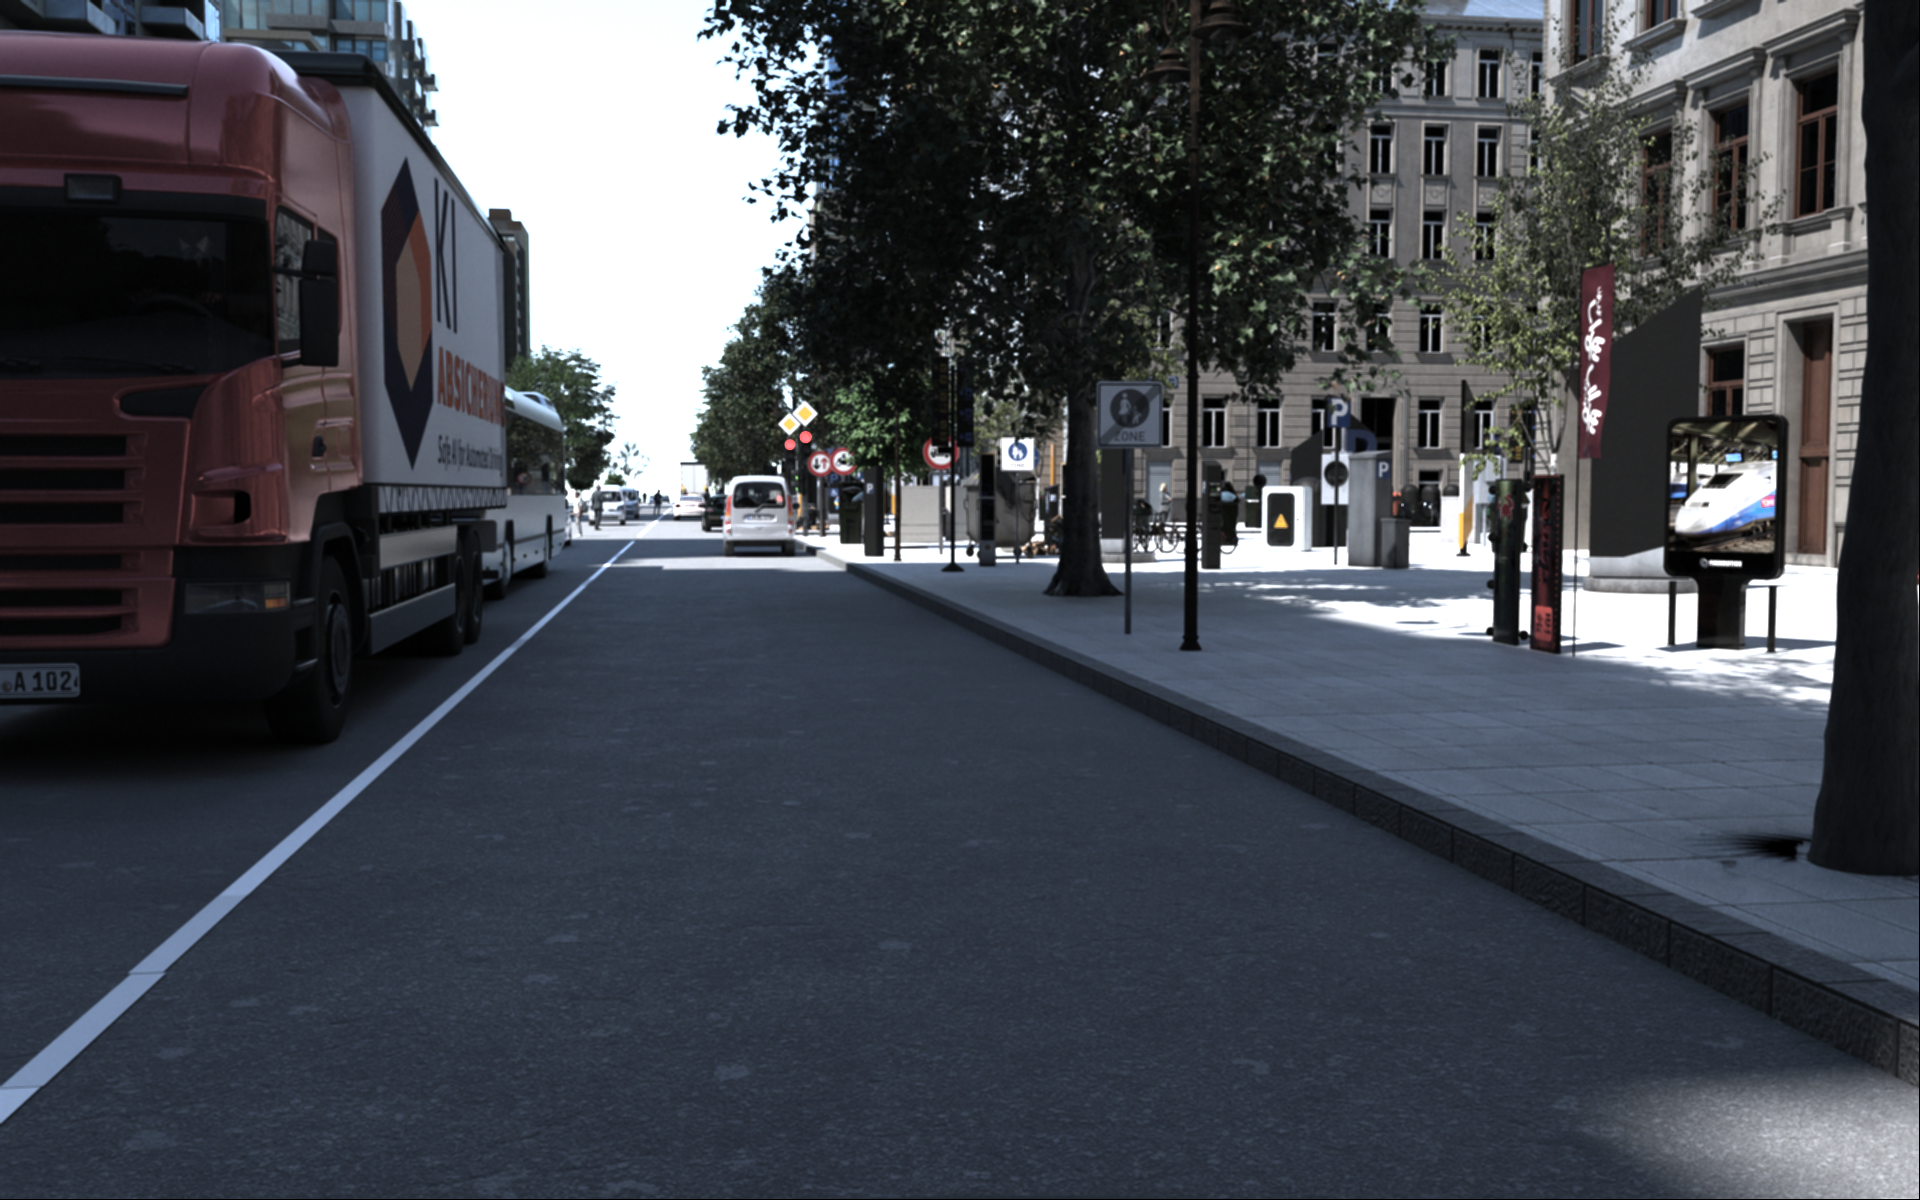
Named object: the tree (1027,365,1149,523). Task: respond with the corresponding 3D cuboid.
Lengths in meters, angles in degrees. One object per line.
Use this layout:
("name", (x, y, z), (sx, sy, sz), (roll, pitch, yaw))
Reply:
("tree", (5.123, -6.952, 64.022), (4.360, 8.622, 3.978), (0, 3, 0))

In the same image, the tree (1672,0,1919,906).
("tree", (3.204, -5.815, 5.444), (12.009, 13.543, 11.850), (0, 3, 0))

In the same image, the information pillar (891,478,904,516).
("information pillar", (-2.316, -4.499, 64.908), (0.504, 3.616, 0.183), (-1, 4, -11))

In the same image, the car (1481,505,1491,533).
("car", (19.247, -2.925, 59.616), (4.920, 1.459, 2.131), (0, 4, -7))

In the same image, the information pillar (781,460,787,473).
("information pillar", (-11.401, -7.406, 112.448), (0.504, 3.616, 0.183), (1, 4, 12))

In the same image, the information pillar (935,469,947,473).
("information pillar", (-0.711, -4.244, 60.737), (0.504, 3.616, 0.183), (-2, 4, -28))

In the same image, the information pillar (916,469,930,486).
("information pillar", (-1.085, -2.839, 50.906), (0.304, 2.012, 0.304), (-2, 4, -32))

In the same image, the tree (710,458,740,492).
("tree", (-36.132, -18.748, 256.894), (4.737, 8.622, 4.395), (0, 3, 0))

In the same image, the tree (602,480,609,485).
("tree", (-47.043, -14.363, 229.429), (1.663, 3.219, 1.824), (0, 3, 0))

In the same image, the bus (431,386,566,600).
("bus", (-7.797, -1.912, 26.115), (2.948, 3.499, 13.247), (-1, 4, -8))

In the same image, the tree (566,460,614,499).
("tree", (-36.608, -11.215, 167.075), (4.285, 4.588, 4.351), (0, 3, 0))

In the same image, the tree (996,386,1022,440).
("tree", (3.398, -7.773, 77.451), (4.360, 8.622, 3.978), (0, 3, 0))

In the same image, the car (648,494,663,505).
("car", (-40.966, -13.507, 232.848), (2.014, 1.417, 4.499), (-1, 4, -9))

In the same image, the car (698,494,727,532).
("car", (-9.056, -3.489, 66.830), (2.009, 1.686, 4.222), (-1, 4, -10))

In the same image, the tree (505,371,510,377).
("tree", (-24.931, -8.439, 88.340), (4.737, 8.622, 4.395), (0, 3, 0))

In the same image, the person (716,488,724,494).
("person", (-14.862, -6.002, 106.890), (0.793, 1.790, 0.793), (3, 4, 36))

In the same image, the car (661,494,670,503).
("car", (-47.268, -16.201, 276.892), (2.014, 1.417, 4.499), (-1, 4, -11))

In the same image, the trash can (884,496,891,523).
("trash can", (-3.513, -3.794, 73.679), (0.748, 1.137, 0.748), (0, 3, 0))

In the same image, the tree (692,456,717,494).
("tree", (-39.484, -21.730, 281.047), (9.928, 11.665, 9.643), (0, 3, 0))

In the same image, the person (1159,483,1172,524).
("person", (6.767, -2.941, 56.774), (0.537, 1.800, 0.526), (-3, 5, -44))

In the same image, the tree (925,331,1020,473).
("tree", (0.863, -7.439, 71.997), (4.737, 8.622, 4.395), (0, 3, 0))

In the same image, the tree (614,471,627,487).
("tree", (-48.675, -15.927, 244.125), (4.285, 4.588, 4.351), (0, 3, 0))

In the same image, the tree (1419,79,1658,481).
("tree", (10.629, -4.952, 31.329), (4.737, 8.622, 4.395), (0, 3, 0))

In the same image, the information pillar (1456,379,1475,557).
("information pillar", (10.406, -2.705, 35.576), (0.183, 3.616, 0.504), (3, 5, 41))

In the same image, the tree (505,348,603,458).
("tree", (-29.734, -12.151, 124.430), (9.928, 11.665, 9.643), (0, 3, 0))

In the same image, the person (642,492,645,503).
("person", (-52.612, -17.115, 288.321), (1.348, 1.826, 0.705), (3, 5, 43))

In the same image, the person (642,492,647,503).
("person", (-51.148, -16.718, 281.857), (1.348, 1.822, 0.705), (-3, 4, -38))

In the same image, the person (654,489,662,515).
("person", (-20.730, -6.726, 118.812), (0.623, 1.781, 0.721), (0, 4, 4))

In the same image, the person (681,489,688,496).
("person", (-22.447, -8.151, 141.733), (1.348, 1.831, 0.705), (-3, 5, -41))

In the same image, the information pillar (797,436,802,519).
("information pillar", (-6.406, -4.755, 69.103), (0.183, 3.616, 0.504), (-1, 4, -13))

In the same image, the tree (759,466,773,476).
("tree", (-12.234, -7.100, 110.681), (1.663, 3.219, 1.824), (0, 3, 0))

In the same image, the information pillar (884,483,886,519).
("information pillar", (-2.422, -3.612, 50.411), (0.504, 3.616, 0.183), (2, 4, 30))

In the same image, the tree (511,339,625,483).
("tree", (-32.950, -14.494, 143.626), (9.857, 13.997, 8.962), (0, 3, 0))

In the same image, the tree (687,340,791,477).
("tree", (-16.202, -12.800, 127.408), (7.486, 12.596, 7.792), (0, 3, 0))

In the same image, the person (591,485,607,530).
("person", (-14.335, -3.683, 68.895), (0.661, 1.801, 0.590), (2, 4, 35))

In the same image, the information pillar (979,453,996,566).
("information pillar", (0.489, -1.615, 30.900), (0.304, 2.012, 0.304), (0, 4, 0))

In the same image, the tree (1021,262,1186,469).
("tree", (4.417, -5.903, 46.880), (4.737, 8.622, 4.395), (0, 3, 0))

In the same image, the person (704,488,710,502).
("person", (-15.256, -5.800, 103.611), (0.573, 1.790, 0.520), (1, 4, 22))

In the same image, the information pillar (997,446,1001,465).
("information pillar", (1.965, -5.650, 83.732), (0.183, 3.616, 0.504), (-3, 5, -39))

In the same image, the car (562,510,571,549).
("car", (-11.553, -2.108, 46.824), (2.083, 1.381, 4.827), (-1, 4, -9))

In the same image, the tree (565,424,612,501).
("tree", (-38.713, -13.910, 177.782), (4.737, 8.622, 4.395), (0, 3, 0))

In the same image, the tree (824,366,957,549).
("tree", (-1.544, -3.499, 40.916), (4.285, 4.588, 4.351), (0, 3, 0))

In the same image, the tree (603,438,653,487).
("tree", (-54.562, -21.289, 282.485), (8.767, 10.594, 7.601), (-2, 4, -24))

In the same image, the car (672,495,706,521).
("car", (-14.576, -4.992, 93.980), (2.083, 1.381, 4.827), (0, 4, -8))

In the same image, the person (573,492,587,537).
("person", (-12.837, -2.888, 58.321), (0.503, 1.515, 0.523), (2, 4, 26))

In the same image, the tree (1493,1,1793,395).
("tree", (9.897, -4.642, 26.262), (4.360, 8.622, 3.978), (0, 3, 0))

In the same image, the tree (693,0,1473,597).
("tree", (1.490, -6.412, 21.851), (9.611, 12.733, 9.660), (0, 3, 0))

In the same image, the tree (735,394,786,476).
("tree", (-12.372, -9.478, 105.320), (4.360, 8.622, 3.978), (0, 3, 0))

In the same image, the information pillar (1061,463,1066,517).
("information pillar", (2.611, -2.244, 41.188), (0.304, 2.012, 0.304), (-3, 5, -42))

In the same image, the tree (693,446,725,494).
("tree", (-27.434, -16.380, 202.219), (8.767, 10.594, 7.601), (0, 4, 6))
